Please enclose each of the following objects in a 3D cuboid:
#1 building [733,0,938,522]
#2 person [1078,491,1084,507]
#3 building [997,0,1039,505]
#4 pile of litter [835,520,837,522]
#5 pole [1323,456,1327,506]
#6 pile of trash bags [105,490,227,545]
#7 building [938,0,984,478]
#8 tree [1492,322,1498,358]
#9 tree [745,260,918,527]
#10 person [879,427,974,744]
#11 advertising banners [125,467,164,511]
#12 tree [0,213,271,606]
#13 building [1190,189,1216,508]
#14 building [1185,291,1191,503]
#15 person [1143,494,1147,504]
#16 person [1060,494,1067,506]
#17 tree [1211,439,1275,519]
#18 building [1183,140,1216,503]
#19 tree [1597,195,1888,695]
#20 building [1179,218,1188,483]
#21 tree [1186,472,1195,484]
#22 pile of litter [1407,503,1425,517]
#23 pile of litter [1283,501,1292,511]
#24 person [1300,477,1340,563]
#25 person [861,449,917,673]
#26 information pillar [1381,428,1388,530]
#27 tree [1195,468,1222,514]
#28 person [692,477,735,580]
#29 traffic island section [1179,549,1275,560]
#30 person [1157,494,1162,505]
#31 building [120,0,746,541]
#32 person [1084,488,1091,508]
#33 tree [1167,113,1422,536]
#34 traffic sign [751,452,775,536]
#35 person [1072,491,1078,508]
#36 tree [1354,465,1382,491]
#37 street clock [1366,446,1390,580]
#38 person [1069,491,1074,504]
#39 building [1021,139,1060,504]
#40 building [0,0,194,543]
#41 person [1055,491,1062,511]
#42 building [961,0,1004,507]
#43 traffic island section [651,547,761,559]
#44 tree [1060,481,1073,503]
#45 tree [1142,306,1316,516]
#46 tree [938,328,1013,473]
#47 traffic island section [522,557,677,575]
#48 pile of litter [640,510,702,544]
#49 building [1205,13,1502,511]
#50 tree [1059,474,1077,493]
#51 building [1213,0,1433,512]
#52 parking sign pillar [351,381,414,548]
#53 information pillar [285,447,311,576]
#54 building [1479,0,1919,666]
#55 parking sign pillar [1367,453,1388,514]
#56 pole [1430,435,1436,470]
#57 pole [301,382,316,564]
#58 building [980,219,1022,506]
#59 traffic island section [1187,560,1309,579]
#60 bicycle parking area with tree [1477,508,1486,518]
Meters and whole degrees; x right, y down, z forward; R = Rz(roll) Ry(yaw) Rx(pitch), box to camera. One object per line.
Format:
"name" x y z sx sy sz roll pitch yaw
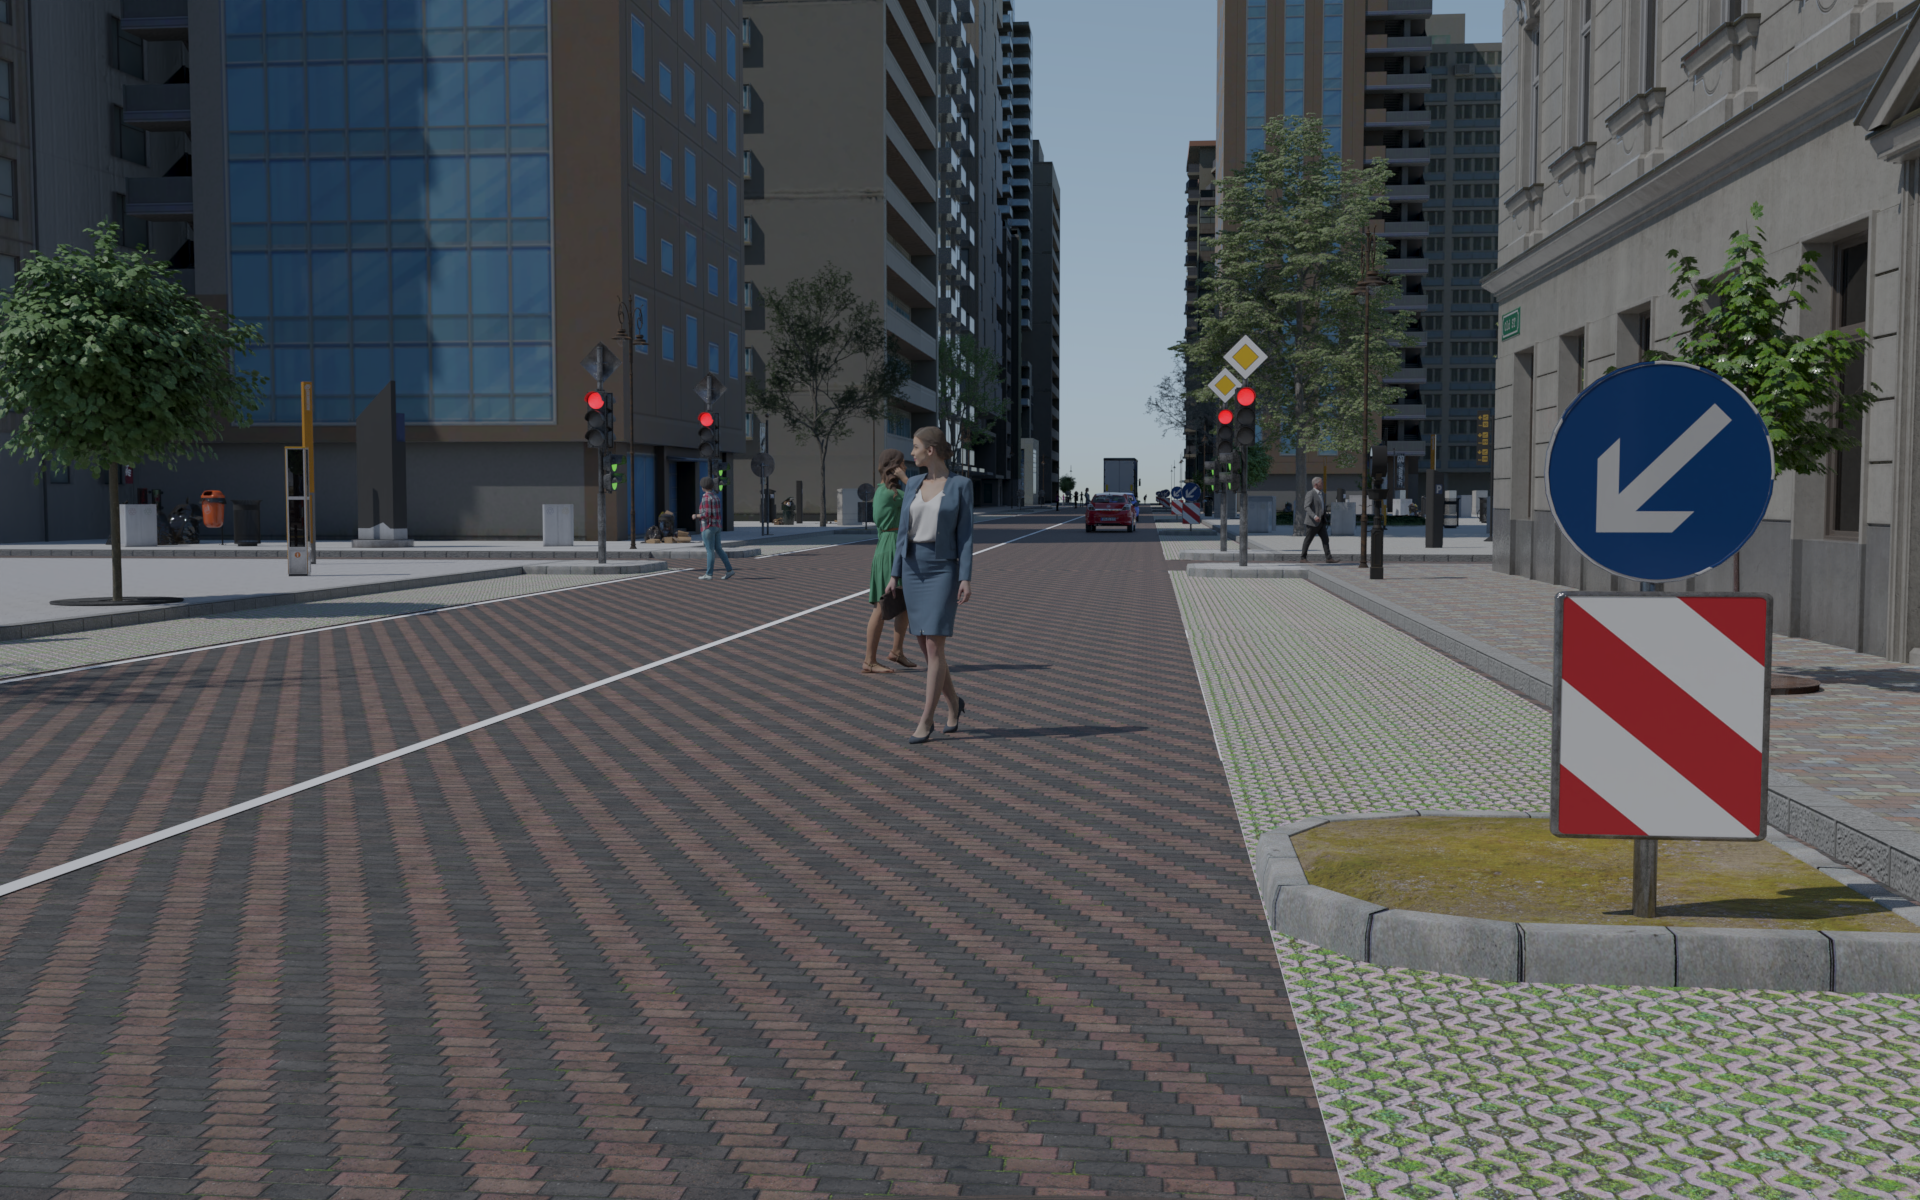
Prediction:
"building" -12.970 -28.553 90.541 21.300 48.544 21.600 0 4 6
"person" 13.286 -11.026 189.501 1.217 1.735 0.721 -1 4 -13
"building" -1.030 -55.107 213.667 22.319 86.520 31.000 0 4 6
"pile of litter" -4.973 -3.942 78.414 1.176 0.858 1.719 -2 4 -33
"pole" 19.777 -6.118 93.874 0.158 3.312 0.155 0 3 0
"pile of trash bags" -19.928 -2.089 43.900 3.447 1.369 1.912 2 4 24
"building" -10.783 -31.251 130.556 23.786 49.044 30.456 0 4 6
"tree" 20.569 -6.746 60.655 4.737 8.622 4.395 0 3 0
"tree" -5.192 -8.182 68.185 8.767 10.594 7.601 2 4 32
"person" -0.119 -0.100 10.151 0.581 1.822 0.654 3 5 44
"advertising banners" -21.899 -3.072 46.410 0.090 3.025 2.074 0 4 2
"tree" -10.052 -2.242 20.365 4.285 4.588 4.351 0 3 0
"building" 29.682 -24.106 165.829 14.160 30.474 14.107 0 4 6
"building" 37.490 -28.245 233.506 14.160 30.474 14.107 0 4 6
"person" 25.630 -13.928 239.458 0.421 1.427 0.697 -1 4 -22
"person" 11.986 -11.503 199.798 0.991 1.433 0.599 -2 4 -32
"tree" 14.641 -6.483 89.710 4.285 4.588 4.351 0 3 0
"building" 38.461 -34.001 210.547 22.147 44.769 28.867 0 4 6
"tree" 5.146 -1.022 11.319 1.663 3.219 1.824 0 3 0
"building" 44.511 -38.835 254.552 23.786 49.044 30.456 0 4 6
"tree" 17.439 -8.144 127.755 1.663 3.219 1.824 0 3 0
"pile of litter" 21.259 -4.135 81.570 1.719 0.858 1.176 1 4 18
"pile of litter" 19.778 -5.441 102.926 1.176 0.858 1.719 3 5 43
"person" 7.343 -1.619 35.362 0.834 1.777 0.661 3 4 36
"person" -0.565 -0.319 13.957 0.529 1.795 0.600 -2 4 -26
"information pillar" 15.178 -4.317 61.934 0.183 3.616 0.504 0 4 3
"tree" 16.416 -7.169 111.811 1.663 3.219 1.824 0 3 0
"person" -4.144 -1.206 29.052 0.643 1.720 0.563 1 4 17
"traffic island section" 5.907 -1.002 38.671 2.009 0.180 2.903 0 4 6
"person" 25.137 -12.700 216.698 0.990 1.755 0.434 2 4 34
"building" -15.095 -24.637 52.931 14.600 45.320 14.200 0 4 6
"person" 7.059 -5.251 94.622 0.573 1.790 0.520 -1 4 -21
"tree" 10.148 -8.231 52.706 7.486 12.596 7.792 0 3 0
"traffic sign" -6.043 -3.237 53.029 0.768 2.556 0.104 1 4 10
"person" 11.507 -10.045 173.251 0.721 1.766 1.217 -2 4 -26
"tree" 21.798 -5.899 91.044 1.663 3.219 1.824 0 3 0
"street clock" 6.271 -1.311 26.010 0.358 2.002 0.471 0 4 8
"person" 14.369 -13.306 226.051 1.348 1.824 0.705 1 4 12
"building" 2.707 -37.745 240.827 21.300 48.544 21.600 0 4 6
"building" -31.179 -22.378 49.474 14.086 41.232 14.154 0 4 6
"person" 8.389 -8.465 147.586 0.721 1.739 1.217 -2 4 -25
"building" -10.355 -34.880 159.523 28.713 52.752 27.495 0 4 6
"traffic island section" -5.766 -1.080 39.933 2.009 0.180 2.903 0 4 6
"tree" 15.603 -16.069 257.333 1.663 3.219 1.824 0 3 0
"tree" 16.096 -11.742 102.357 12.009 13.543 11.850 0 3 0
"tree" -0.580 -11.040 106.267 9.928 11.665 9.643 0 3 0
"traffic island section" -6.624 -0.594 31.994 2.009 0.180 2.903 0 4 6
"pile of litter" -7.549 -1.920 45.360 1.719 0.858 1.176 -1 4 -17
"building" 37.013 -27.706 144.879 32.217 40.220 23.993 0 4 6
"tree" 16.463 -17.400 268.202 4.285 4.588 4.351 0 3 0
"building" 25.876 -29.130 126.393 14.600 45.320 14.200 0 4 6
"parking sign pillar" -13.927 -3.255 41.687 1.447 3.967 1.447 2 4 33
"information pillar" -10.336 -1.380 27.050 0.304 2.012 0.304 -1 4 -11
"building" 14.441 -14.039 5.952 17.030 29.872 44.131 0 4 6
"parking sign pillar" 24.647 -6.982 102.635 1.447 3.967 1.447 1 4 22
"pole" 16.223 -4.012 59.439 0.158 3.312 0.155 0 3 0
"pole" -11.870 -2.307 31.557 0.158 3.312 0.155 0 3 0
"building" -1.027 -25.054 181.339 14.160 30.474 14.107 0 4 6
"traffic island section" 5.049 -0.517 30.732 2.009 0.180 2.903 0 4 6
"bicycle parking area with tree" 28.478 -5.738 80.822 9.016 4.147 8.231 2 4 24
